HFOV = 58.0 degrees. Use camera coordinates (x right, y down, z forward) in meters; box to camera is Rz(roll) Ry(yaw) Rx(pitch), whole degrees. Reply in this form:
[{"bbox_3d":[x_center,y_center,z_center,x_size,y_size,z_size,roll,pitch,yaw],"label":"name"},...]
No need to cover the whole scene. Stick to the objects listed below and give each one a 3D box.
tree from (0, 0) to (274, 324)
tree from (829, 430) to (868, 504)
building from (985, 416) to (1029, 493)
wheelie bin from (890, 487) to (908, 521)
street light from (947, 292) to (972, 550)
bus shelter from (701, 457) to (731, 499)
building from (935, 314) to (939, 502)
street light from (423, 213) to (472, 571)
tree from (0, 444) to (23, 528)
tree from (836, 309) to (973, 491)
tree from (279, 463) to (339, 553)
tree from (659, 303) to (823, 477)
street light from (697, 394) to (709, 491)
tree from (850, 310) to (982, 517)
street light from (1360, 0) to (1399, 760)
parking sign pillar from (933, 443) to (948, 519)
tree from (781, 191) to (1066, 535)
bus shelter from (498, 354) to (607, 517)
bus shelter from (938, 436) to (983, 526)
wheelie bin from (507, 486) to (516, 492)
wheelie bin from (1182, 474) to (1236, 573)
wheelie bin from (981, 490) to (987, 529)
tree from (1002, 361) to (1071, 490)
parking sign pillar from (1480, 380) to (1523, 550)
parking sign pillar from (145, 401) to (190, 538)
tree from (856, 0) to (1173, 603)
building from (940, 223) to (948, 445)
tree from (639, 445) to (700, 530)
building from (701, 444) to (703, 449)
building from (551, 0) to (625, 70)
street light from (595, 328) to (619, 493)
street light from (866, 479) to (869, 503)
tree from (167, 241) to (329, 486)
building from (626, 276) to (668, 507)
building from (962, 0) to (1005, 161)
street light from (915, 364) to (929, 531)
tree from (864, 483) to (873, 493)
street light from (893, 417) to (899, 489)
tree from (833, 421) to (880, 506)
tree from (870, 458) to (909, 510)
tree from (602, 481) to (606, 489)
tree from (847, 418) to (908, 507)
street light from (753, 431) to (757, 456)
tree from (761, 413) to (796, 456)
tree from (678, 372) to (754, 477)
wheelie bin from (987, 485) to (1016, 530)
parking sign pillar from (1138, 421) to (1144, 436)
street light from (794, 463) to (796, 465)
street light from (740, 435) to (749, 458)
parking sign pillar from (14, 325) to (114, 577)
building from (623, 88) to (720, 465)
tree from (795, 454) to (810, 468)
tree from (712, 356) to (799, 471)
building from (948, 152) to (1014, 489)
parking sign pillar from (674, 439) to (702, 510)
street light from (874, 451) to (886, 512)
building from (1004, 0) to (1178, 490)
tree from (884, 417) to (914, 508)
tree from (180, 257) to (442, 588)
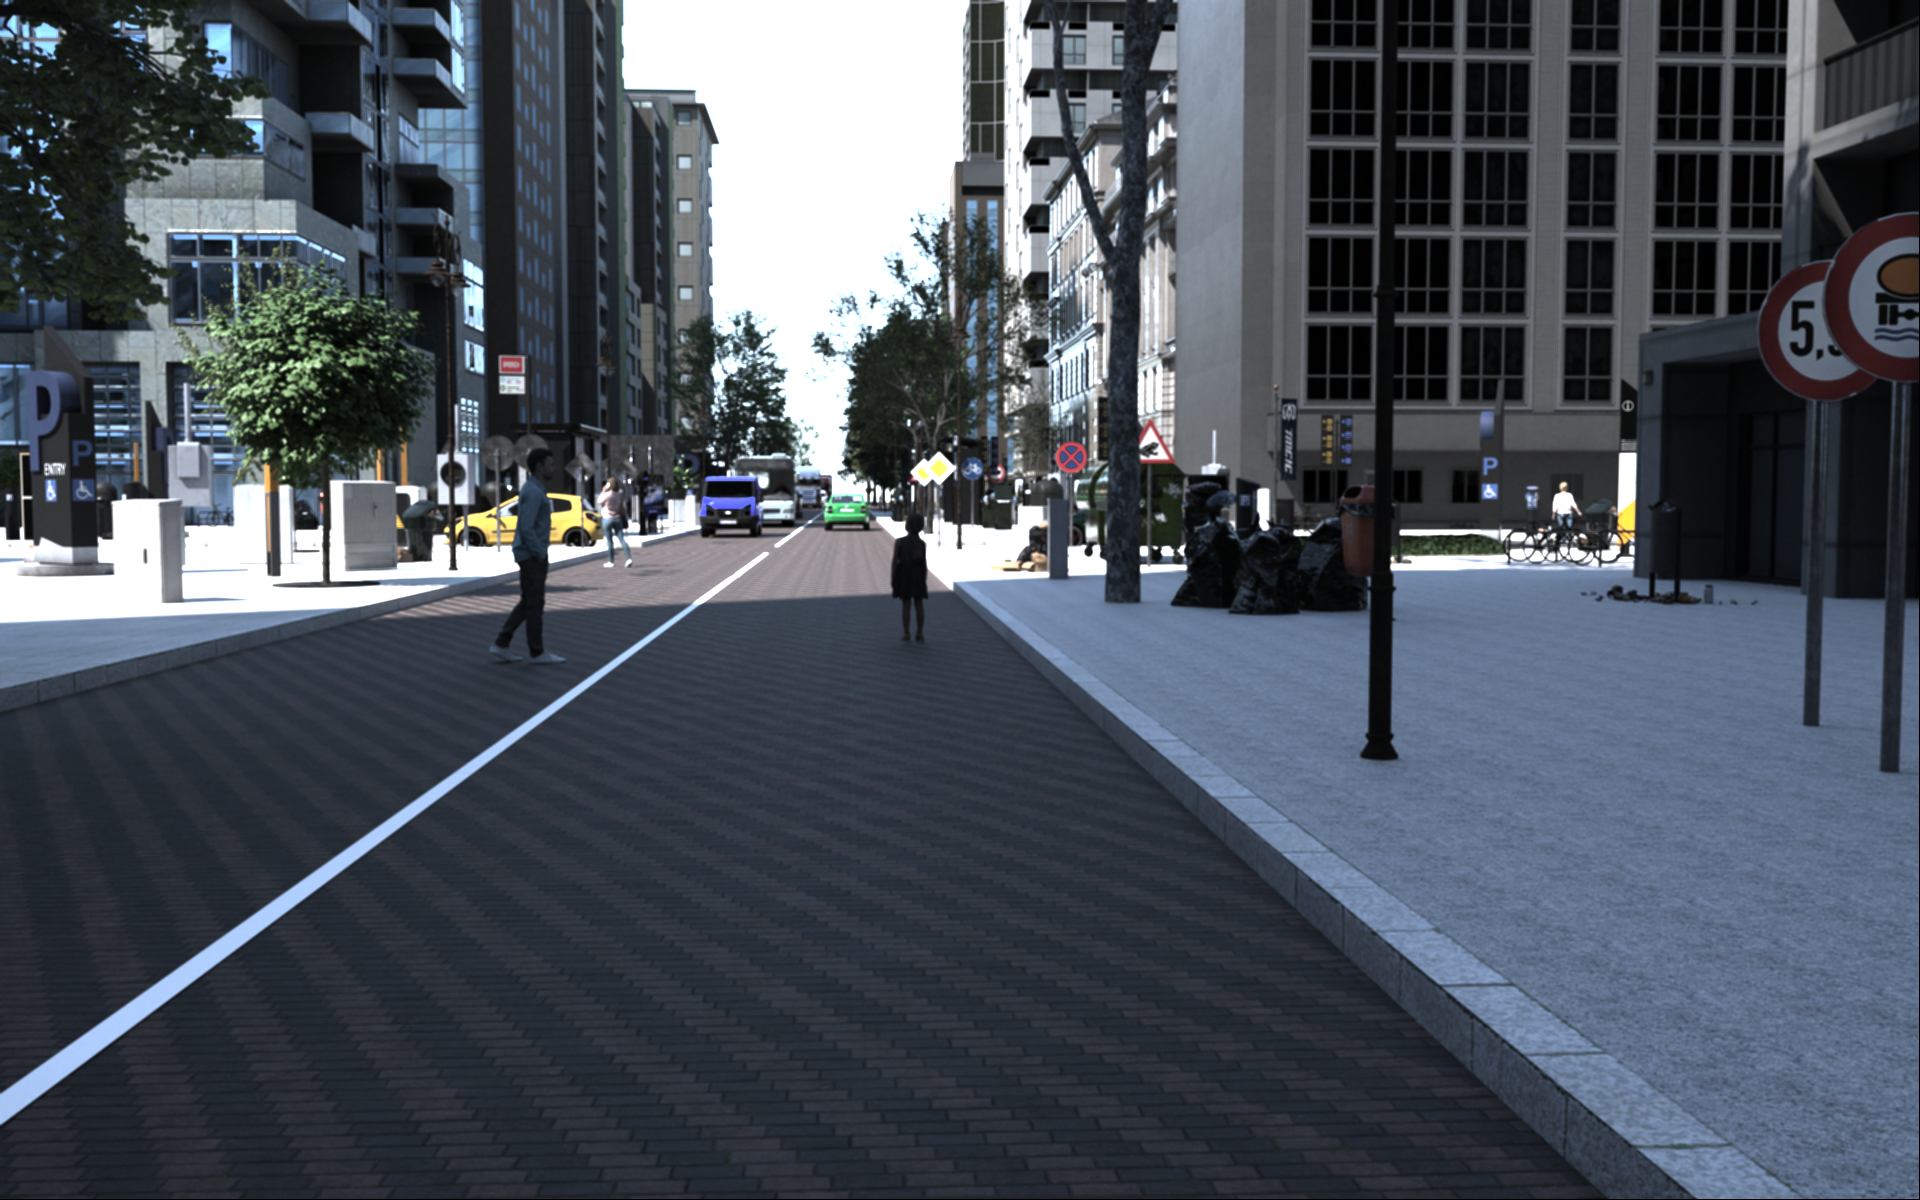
[{"bbox_3d":[-8.363,-5.642,10.378,7.486,12.596,7.792,0,3,0],"label":"tree"},{"bbox_3d":[-12.642,-19.881,235.416,12.009,13.543,11.850,0,3,0],"label":"tree"},{"bbox_3d":[18.343,-29.725,177.886,32.217,40.220,23.993,0,4,-4],"label":"building"},{"bbox_3d":[-2.896,-4.579,82.781,0.693,1.594,0.980,-3,4,-36],"label":"wheelie bin"},{"bbox_3d":[-0.012,-4.097,39.773,0.468,5.910,1.993,0,4,-4],"label":"street light"},{"bbox_3d":[-15.966,-7.446,113.031,1.731,3.624,6.357,0,4,-4],"label":"bus shelter"},{"bbox_3d":[2.822,-30.892,276.779,14.160,30.474,14.107,0,4,-4],"label":"building"},{"bbox_3d":[-8.479,-3.426,28.802,0.468,5.910,1.993,0,4,-4],"label":"street light"},{"bbox_3d":[-36.608,-4.426,66.965,1.663,3.219,1.824,0,3,0],"label":"tree"},{"bbox_3d":[-3.779,-12.723,114.683,9.857,13.997,8.962,0,3,0],"label":"tree"},{"bbox_3d":[-14.618,-2.650,37.925,1.663,3.219,1.824,0,3,0],"label":"tree"},{"bbox_3d":[-12.641,-10.280,93.830,9.928,11.665,9.643,0,3,0],"label":"tree"},{"bbox_3d":[-11.810,-6.553,79.928,0.468,5.910,1.993,0,4,-4],"label":"street light"},{"bbox_3d":[-2.567,-10.489,97.258,9.928,11.665,9.643,0,3,0],"label":"tree"},{"bbox_3d":[2.042,-2.169,8.256,0.468,5.910,1.993,0,4,-4],"label":"street light"},{"bbox_3d":[-0.812,-6.248,90.631,1.447,3.967,1.447,-1,4,-13],"label":"parking sign pillar"},{"bbox_3d":[-1.000,-7.339,54.401,8.767,10.594,7.601,0,4,-1],"label":"tree"},{"bbox_3d":[-12.362,-4.589,52.658,2.179,5.291,8.768,0,4,-4],"label":"bus shelter"},{"bbox_3d":[-0.015,-4.993,72.922,1.731,3.624,6.357,0,4,-4],"label":"bus shelter"},{"bbox_3d":[-18.364,-3.804,70.103,0.980,1.594,0.693,1,4,9],"label":"wheelie bin"},{"bbox_3d":[4.016,-1.229,28.002,0.980,1.594,0.693,1,4,23],"label":"wheelie bin"},{"bbox_3d":[1.119,-3.471,64.663,0.693,1.594,0.980,0,4,1],"label":"wheelie bin"},{"bbox_3d":[4.143,-8.956,96.799,4.360,8.622,3.978,0,3,0],"label":"tree"},{"bbox_3d":[12.384,-3.170,40.302,1.447,3.967,1.447,1,4,21],"label":"parking sign pillar"},{"bbox_3d":[-23.447,-3.816,50.857,1.447,3.967,1.447,-1,4,-9],"label":"parking sign pillar"},{"bbox_3d":[2.958,-10.102,21.057,12.611,20.169,13.585,0,3,0],"label":"tree"},{"bbox_3d":[3.917,-35.396,262.322,14.154,41.232,14.086,0,4,-4],"label":"building"},{"bbox_3d":[-11.120,-4.413,66.752,1.663,3.219,1.824,0,3,0],"label":"tree"},{"bbox_3d":[-50.448,-34.465,255.386,32.217,40.220,23.993,0,4,-4],"label":"building"},{"bbox_3d":[-32.788,-27.246,129.069,14.154,41.232,14.086,0,4,-4],"label":"building"},{"bbox_3d":[-9.835,-4.625,48.406,0.468,5.910,1.993,0,4,-4],"label":"street light"},{"bbox_3d":[-10.302,-13.847,199.186,0.468,5.910,1.993,0,4,-4],"label":"street light"},{"bbox_3d":[-20.038,-6.079,49.760,4.737,8.622,4.395,0,3,0],"label":"tree"},{"bbox_3d":[-41.013,-18.720,151.103,27.650,21.520,28.899,0,4,-4],"label":"building"},{"bbox_3d":[8.945,-49.297,244.260,20.563,71.187,20.611,0,4,-4],"label":"building"},{"bbox_3d":[-1.333,-5.338,60.057,0.468,5.910,1.993,0,4,-4],"label":"street light"},{"bbox_3d":[-14.759,-17.481,280.417,1.663,3.219,1.824,0,3,0],"label":"tree"},{"bbox_3d":[-3.400,-7.277,91.766,0.468,5.910,1.993,0,4,-4],"label":"street light"},{"bbox_3d":[-9.309,-16.767,191.151,9.611,12.733,9.660,0,3,0],"label":"tree"},{"bbox_3d":[-5.613,-9.570,140.189,4.285,4.588,4.351,0,3,0],"label":"tree"},{"bbox_3d":[-22.422,-7.177,111.940,1.663,3.219,1.824,0,3,0],"label":"tree"},{"bbox_3d":[-8.027,-15.728,175.286,7.486,12.596,7.792,0,3,0],"label":"tree"},{"bbox_3d":[-14.709,-9.292,124.719,0.468,5.910,1.993,0,4,-4],"label":"street light"},{"bbox_3d":[-16.402,-12.281,151.149,4.360,8.622,3.978,0,3,0],"label":"tree"},{"bbox_3d":[-14.666,-9.362,103.429,4.360,8.622,3.978,0,3,0],"label":"tree"},{"bbox_3d":[1.537,-3.326,62.288,0.980,1.594,0.693,0,4,1],"label":"wheelie bin"},{"bbox_3d":[6.552,-4.536,62.639,1.447,3.967,1.447,-2,4,-24],"label":"parking sign pillar"},{"bbox_3d":[-19.959,-14.404,208.288,0.468,5.910,1.993,0,4,-4],"label":"street light"},{"bbox_3d":[-13.875,-8.483,111.477,0.468,5.910,1.993,0,4,-4],"label":"street light"},{"bbox_3d":[-14.155,-2.376,27.316,1.447,3.967,1.447,3,4,38],"label":"parking sign pillar"},{"bbox_3d":[-46.875,-39.149,229.319,28.713,52.752,27.495,0,4,-4],"label":"building"},{"bbox_3d":[-25.720,-20.216,280.893,4.737,8.622,4.395,0,3,0],"label":"tree"},{"bbox_3d":[-17.017,-13.716,142.381,7.486,12.596,7.792,0,3,0],"label":"tree"},{"bbox_3d":[5.781,-35.311,227.437,14.600,45.320,14.200,0,4,-4],"label":"building"},{"bbox_3d":[-13.280,-5.880,84.603,1.447,3.967,1.447,-2,4,-26],"label":"parking sign pillar"},{"bbox_3d":[-6.253,-9.969,135.780,0.468,5.910,1.993,0,4,-4],"label":"street light"},{"bbox_3d":[18.386,-34.380,151.359,28.713,52.752,27.495,0,4,-4],"label":"building"},{"bbox_3d":[-5.982,-12.451,153.936,4.360,8.622,3.978,0,3,0],"label":"tree"},{"bbox_3d":[-8.963,-2.472,24.132,4.285,4.588,4.351,0,3,0],"label":"tree"}]
